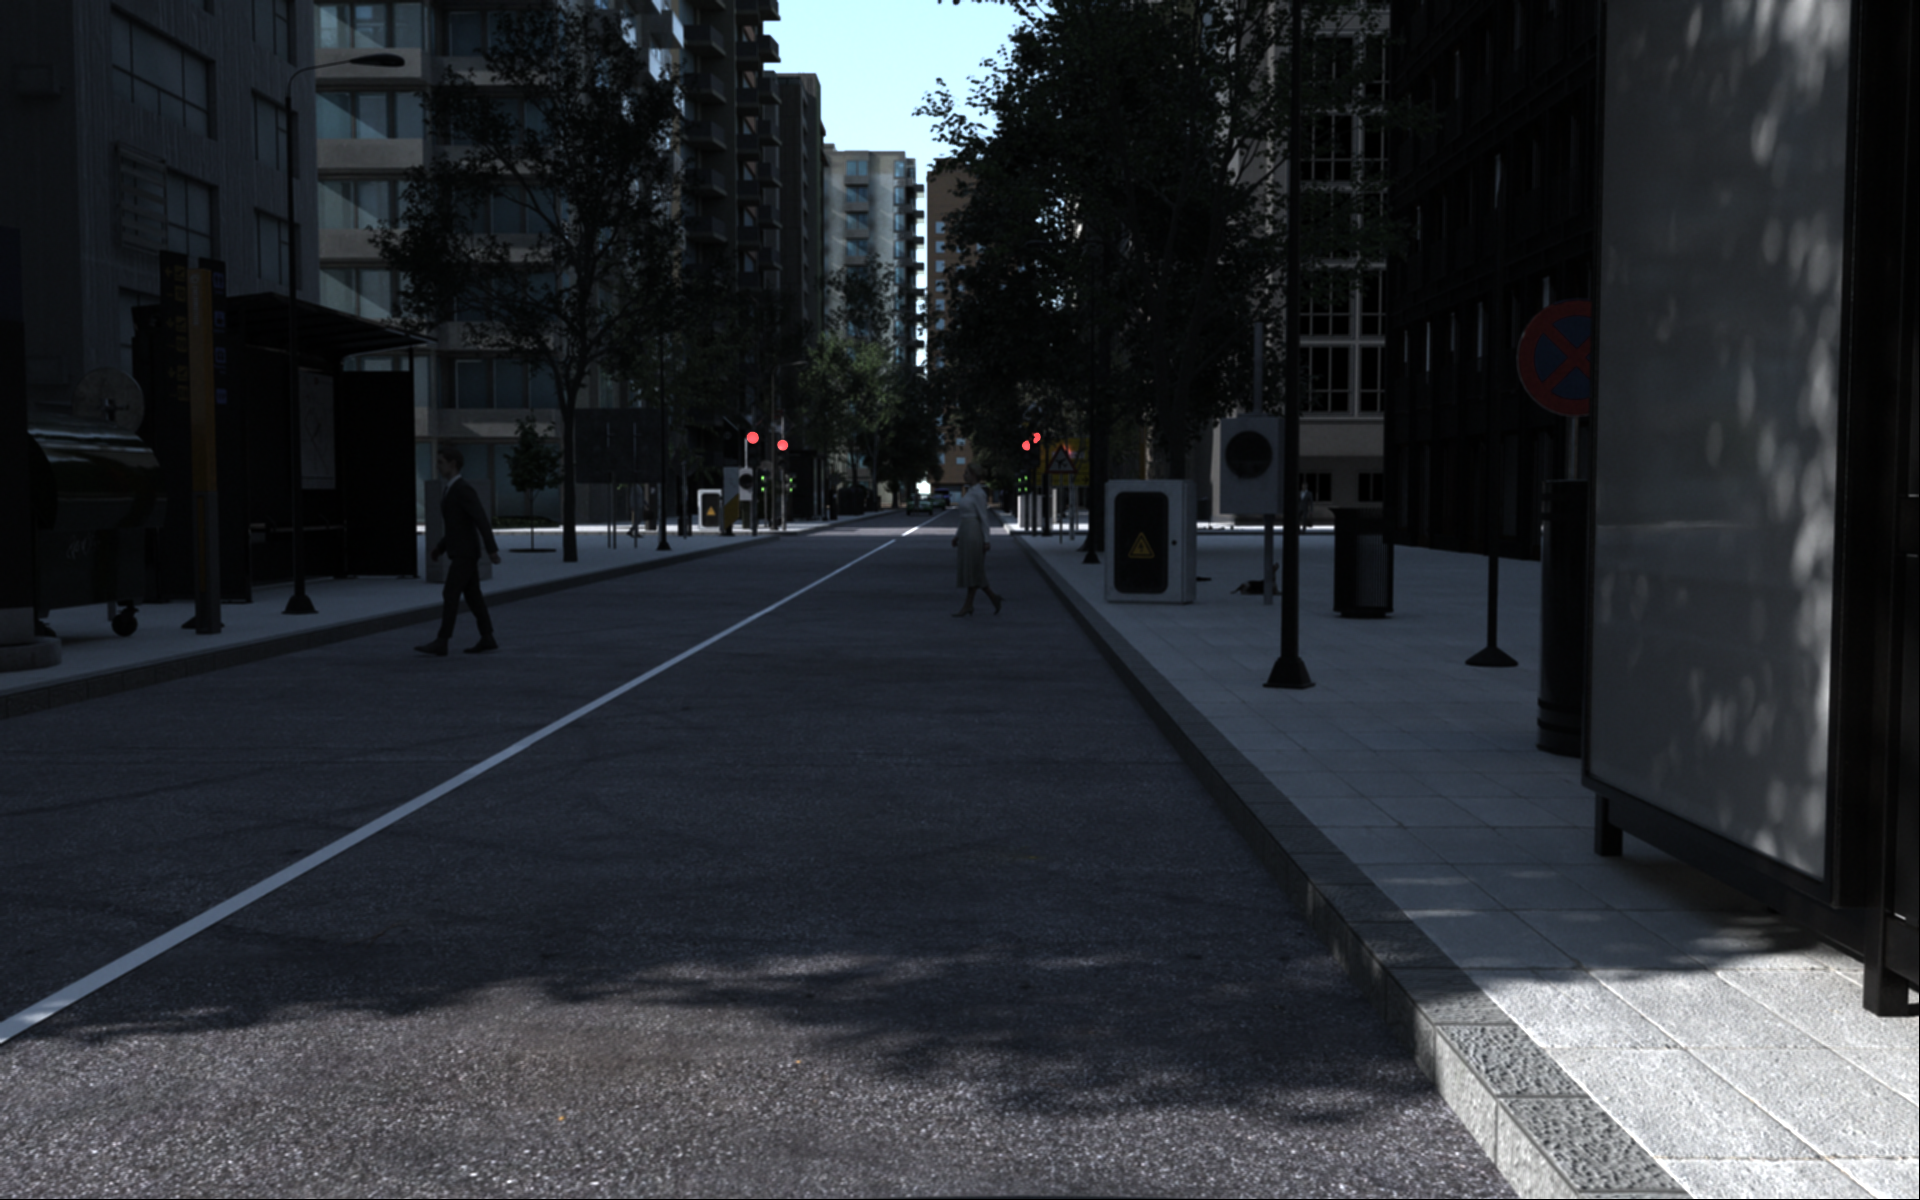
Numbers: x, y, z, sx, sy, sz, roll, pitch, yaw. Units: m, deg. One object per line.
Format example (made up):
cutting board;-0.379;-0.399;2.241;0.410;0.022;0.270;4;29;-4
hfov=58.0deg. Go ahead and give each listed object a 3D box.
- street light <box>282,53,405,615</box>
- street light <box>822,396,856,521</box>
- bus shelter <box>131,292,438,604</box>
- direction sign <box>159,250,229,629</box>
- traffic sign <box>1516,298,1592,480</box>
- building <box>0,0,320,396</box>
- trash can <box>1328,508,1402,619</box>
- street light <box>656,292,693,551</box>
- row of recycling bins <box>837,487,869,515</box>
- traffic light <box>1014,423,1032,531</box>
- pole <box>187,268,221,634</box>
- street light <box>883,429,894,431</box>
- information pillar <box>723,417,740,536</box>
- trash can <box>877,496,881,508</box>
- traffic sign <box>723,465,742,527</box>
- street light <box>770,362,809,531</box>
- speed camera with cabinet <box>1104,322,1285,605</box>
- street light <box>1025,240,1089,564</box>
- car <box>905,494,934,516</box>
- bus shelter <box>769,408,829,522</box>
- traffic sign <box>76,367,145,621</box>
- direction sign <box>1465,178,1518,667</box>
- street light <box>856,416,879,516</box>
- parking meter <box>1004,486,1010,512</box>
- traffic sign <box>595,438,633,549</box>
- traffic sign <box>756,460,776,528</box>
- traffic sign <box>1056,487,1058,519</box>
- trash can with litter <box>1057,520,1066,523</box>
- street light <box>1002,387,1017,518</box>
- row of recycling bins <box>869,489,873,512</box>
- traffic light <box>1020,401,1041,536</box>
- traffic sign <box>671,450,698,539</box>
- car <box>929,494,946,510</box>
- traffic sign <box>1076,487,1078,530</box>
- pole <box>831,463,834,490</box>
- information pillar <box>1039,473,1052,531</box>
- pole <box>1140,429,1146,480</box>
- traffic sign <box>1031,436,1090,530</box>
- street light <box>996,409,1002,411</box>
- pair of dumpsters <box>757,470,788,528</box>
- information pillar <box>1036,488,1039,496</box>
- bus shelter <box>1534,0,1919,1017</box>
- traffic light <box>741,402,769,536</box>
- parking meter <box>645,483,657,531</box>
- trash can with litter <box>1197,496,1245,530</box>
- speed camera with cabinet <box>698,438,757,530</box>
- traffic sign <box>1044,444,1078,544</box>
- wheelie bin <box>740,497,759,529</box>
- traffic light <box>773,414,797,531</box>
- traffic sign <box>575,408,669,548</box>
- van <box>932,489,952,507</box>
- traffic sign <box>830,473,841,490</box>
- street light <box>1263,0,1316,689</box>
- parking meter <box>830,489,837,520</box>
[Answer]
street light;-6.553;-2.806;18.425;1.470;5.913;1.316;0;4;1
street light;-5.840;-6.694;81.994;1.470;5.913;1.316;0;4;1
bus shelter;-8.800;-1.956;23.269;1.731;3.624;6.357;0;4;1
direction sign;-7.282;-1.502;16.553;0.379;3.537;0.876;1;4;15
traffic sign;4.017;-0.689;11.378;0.768;2.556;0.104;0;4;3
building;-22.049;-21.552;35.977;14.086;41.232;14.154;0;4;1
trash can;4.200;-0.389;18.011;0.748;1.137;0.748;0;3;0
street light;-6.213;-4.084;39.311;1.470;5.913;1.316;0;4;1
row of recycling bins;-6.690;-6.009;105.356;1.069;1.692;3.534;1;4;13
traffic light;2.321;-4.376;60.463;0.839;4.253;0.868;0;4;1
pole;-6.902;-1.343;15.808;0.158;3.312;0.155;0;3;0
street light;-5.440;-9.253;123.834;1.470;5.913;1.316;0;4;1
information pillar;-6.967;-3.752;52.693;0.504;3.616;0.183;1;4;12
trash can;-6.463;-7.533;134.825;0.748;1.137;0.748;0;3;0
traffic sign;-8.984;-4.175;68.371;0.768;2.556;0.104;0;4;1
street light;-6.011;-5.406;60.931;1.470;5.913;1.316;0;4;1
speed camera with cabinet;2.731;-1.577;20.123;2.038;3.252;0.660;1;4;22
street light;1.891;-3.630;31.887;1.470;5.913;1.316;0;4;1
car;-2.721;-6.614;116.936;1.959;1.807;4.718;0;4;-1
bus shelter;-7.802;-6.480;83.572;2.179;5.291;8.768;0;4;1
traffic sign;-8.570;-1.059;17.428;0.768;2.556;0.104;0;4;5
direction sign;3.994;-1.279;12.906;0.379;3.537;0.876;1;4;16
street light;-5.599;-7.951;102.545;1.470;5.913;1.316;0;4;1
parking meter;3.290;-7.068;121.265;0.399;1.863;0.255;0;4;-2
traffic sign;-8.040;-2.462;40.259;0.884;2.594;0.081;0;4;3
traffic sign;-7.330;-3.988;65.305;0.768;2.556;0.104;1;4;10
traffic sign;5.094;-5.545;90.768;0.768;2.556;0.104;1;4;10
trash can with litter;3.922;-3.999;76.446;2.233;1.210;1.678;-3;4;-38
street light;2.095;-4.884;52.388;1.470;5.913;1.316;0;4;1
row of recycling bins;-7.139;-7.164;124.244;1.069;1.692;3.534;1;4;17
traffic light;2.237;-3.887;52.478;0.839;4.253;0.868;0;4;1
traffic sign;-7.846;-3.012;49.355;0.768;2.556;0.104;0;4;3
car;-2.191;-8.860;153.651;1.959;1.807;4.718;0;4;1
traffic sign;4.174;-3.768;61.708;0.768;2.556;0.104;0;4;3
pole;-8.418;-7.380;114.510;0.158;3.312;0.155;0;3;0
information pillar;3.043;-3.437;60.689;0.304;2.012;0.304;1;4;19
pole;5.503;-3.569;52.197;0.158;3.312;0.155;0;3;0
traffic sign;3.570;-4.114;61.132;2.265;3.308;0.079;0;4;7
street light;2.371;-6.207;74.020;1.470;5.913;1.316;0;4;1
pair of dumpsters;-7.715;-4.001;67.914;1.574;2.255;4.437;0;4;1
information pillar;3.763;-4.851;83.805;0.304;2.012;0.304;-3;4;-38
bus shelter;3.048;-1.648;4.579;2.179;5.291;8.768;0;4;1
traffic light;-6.224;-3.892;52.551;0.839;4.253;0.868;0;4;1
parking meter;-10.865;-3.375;60.896;0.255;1.863;0.399;3;5;39
trash can with litter;9.074;-3.110;61.908;2.233;1.210;1.678;0;4;3
speed camera with cabinet;-8.252;-4.103;61.426;2.038;3.252;0.660;0;4;-4
traffic sign;2.606;-2.732;44.674;0.884;2.594;0.081;0;4;5
wheelie bin;-7.745;-3.410;63.660;0.693;1.594;0.980;0;4;-4
traffic light;-6.140;-4.380;60.535;0.839;4.253;0.868;0;4;1
traffic sign;-8.020;-2.886;41.059;2.265;3.308;0.079;0;4;5
van;-2.104;-11.902;198.973;2.240;2.365;5.245;0;4;-1
traffic sign;-7.377;-6.244;102.187;0.768;2.556;0.104;0;4;2
street light;1.655;-2.376;11.386;1.470;5.913;1.316;0;4;1
parking meter;-6.234;-4.703;85.309;0.372;1.533;0.369;0;3;0
